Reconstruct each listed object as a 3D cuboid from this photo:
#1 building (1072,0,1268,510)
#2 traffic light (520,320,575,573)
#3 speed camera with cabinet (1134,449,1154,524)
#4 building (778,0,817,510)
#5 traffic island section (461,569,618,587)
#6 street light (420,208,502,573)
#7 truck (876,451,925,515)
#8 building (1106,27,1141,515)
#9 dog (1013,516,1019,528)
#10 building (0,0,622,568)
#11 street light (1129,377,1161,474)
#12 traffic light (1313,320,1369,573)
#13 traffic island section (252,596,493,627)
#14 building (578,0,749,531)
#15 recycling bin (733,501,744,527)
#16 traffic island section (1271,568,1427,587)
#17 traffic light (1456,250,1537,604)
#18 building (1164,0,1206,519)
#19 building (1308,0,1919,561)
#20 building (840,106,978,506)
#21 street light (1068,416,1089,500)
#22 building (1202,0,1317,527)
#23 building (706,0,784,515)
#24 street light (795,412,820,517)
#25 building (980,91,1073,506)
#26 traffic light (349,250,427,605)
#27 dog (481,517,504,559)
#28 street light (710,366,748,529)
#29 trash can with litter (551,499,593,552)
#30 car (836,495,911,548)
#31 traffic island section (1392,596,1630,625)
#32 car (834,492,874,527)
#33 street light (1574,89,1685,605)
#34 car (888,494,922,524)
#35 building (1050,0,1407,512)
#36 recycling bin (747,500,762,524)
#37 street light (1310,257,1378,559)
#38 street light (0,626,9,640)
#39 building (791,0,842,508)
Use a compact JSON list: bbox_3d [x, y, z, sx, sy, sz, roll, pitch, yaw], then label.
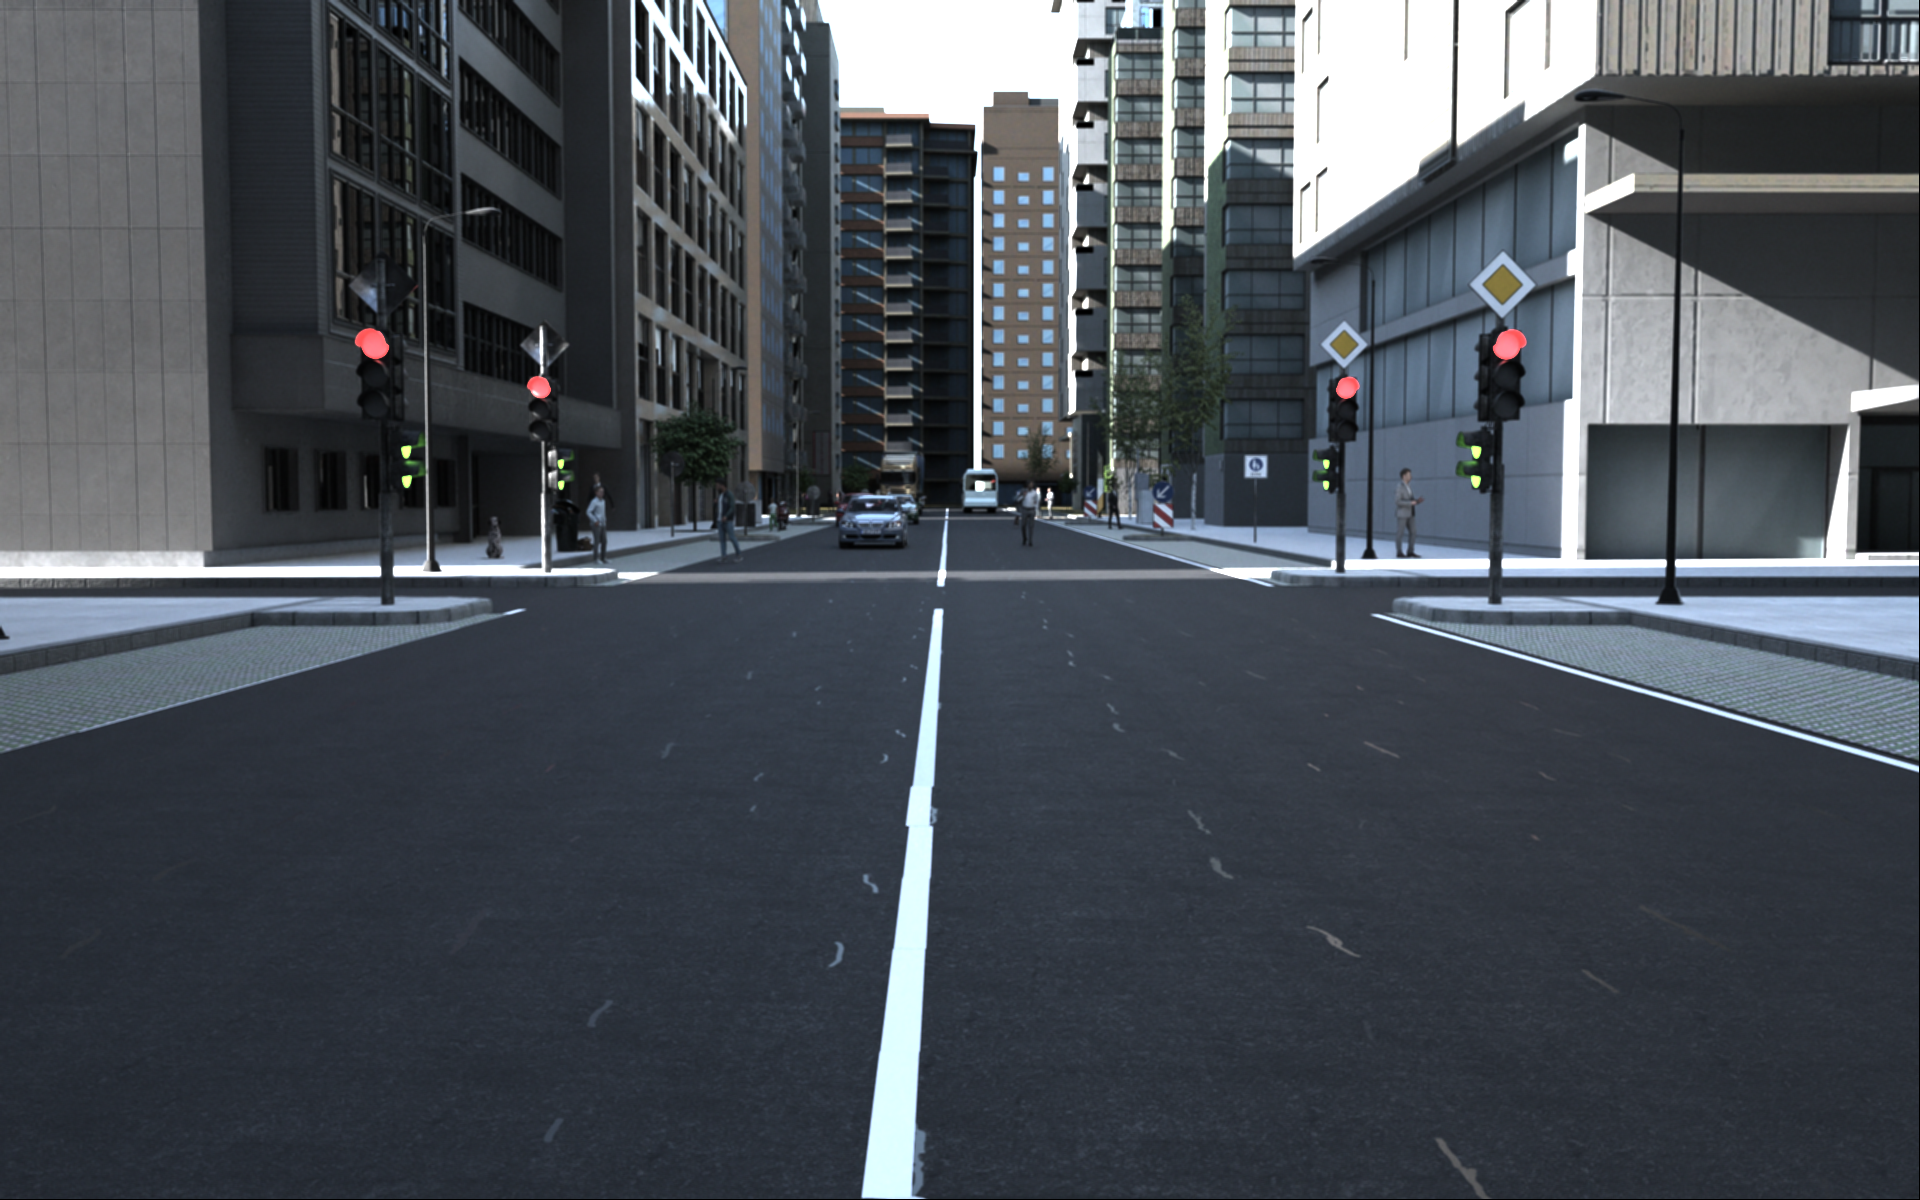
[{"bbox_3d":[21.001,-50.123,132.178,22.319,86.520,31.000,0,4,0],"label":"building"},{"bbox_3d":[-6.685,-2.390,27.992,0.839,4.253,0.868,0,4,0],"label":"traffic light"},{"bbox_3d":[7.958,-4.916,74.704,0.660,3.252,2.038,0,4,-2],"label":"speed camera with cabinet"},{"bbox_3d":[-23.483,-31.324,131.748,23.786,49.044,30.456,0,4,0],"label":"building"},{"bbox_3d":[-6.725,-0.358,28.126,2.009,0.180,2.903,0,4,0],"label":"traffic island section"},{"bbox_3d":[-8.141,-3.409,28.271,1.470,5.913,1.316,0,4,0],"label":"street light"},{"bbox_3d":[-3.860,-7.786,116.206,2.839,4.237,11.283,0,4,2],"label":"truck"},{"bbox_3d":[16.280,-20.773,111.346,14.160,30.474,14.107,0,4,0],"label":"building"},{"bbox_3d":[2.387,-3.277,72.871,0.540,0.507,0.406,3,5,42],"label":"dog"},{"bbox_3d":[-18.544,-13.767,44.154,14.314,24.678,30.058,0,4,0],"label":"building"},{"bbox_3d":[7.384,-5.881,68.698,1.470,5.913,1.316,0,4,0],"label":"street light"},{"bbox_3d":[6.176,-2.396,28.091,0.839,4.253,0.868,0,4,0],"label":"traffic light"},{"bbox_3d":[-6.673,0.131,20.141,2.009,0.180,2.903,0,4,0],"label":"traffic island section"},{"bbox_3d":[-20.987,-16.639,76.561,19.350,26.468,34.151,0,4,0],"label":"building"},{"bbox_3d":[-8.823,-3.379,67.803,0.722,1.027,0.722,-1,4,-12],"label":"recycling bin"},{"bbox_3d":[6.216,-0.362,28.205,2.009,0.180,2.903,0,4,0],"label":"traffic island section"},{"bbox_3d":[6.228,-1.907,20.106,0.839,4.253,0.868,0,4,0],"label":"traffic light"},{"bbox_3d":[17.981,-19.845,96.169,14.160,30.474,14.107,0,4,0],"label":"building"},{"bbox_3d":[24.037,-27.746,42.889,27.495,52.752,28.713,0,4,0],"label":"building"},{"bbox_3d":[-12.447,-33.270,198.587,28.867,44.769,22.147,0,4,0],"label":"building"},{"bbox_3d":[7.099,-7.994,103.245,1.470,5.913,1.316,0,4,0],"label":"street light"},{"bbox_3d":[17.341,-23.864,73.767,14.154,41.232,14.086,0,4,0],"label":"building"},{"bbox_3d":[-18.826,-28.104,109.605,14.600,45.320,14.200,0,4,0],"label":"building"},{"bbox_3d":[-8.591,-7.653,97.673,1.470,5.913,1.316,0,4,0],"label":"street light"},{"bbox_3d":[9.521,-33.381,195.891,14.200,45.320,14.600,0,4,0],"label":"building"},{"bbox_3d":[-6.633,-1.901,20.007,0.839,4.253,0.868,0,4,0],"label":"traffic light"},{"bbox_3d":[-9.368,-1.229,34.482,0.513,0.831,0.800,2,4,26],"label":"dog"},{"bbox_3d":[-8.426,-5.540,63.126,1.470,5.913,1.316,0,4,0],"label":"street light"},{"bbox_3d":[-8.673,-1.670,38.697,0.624,1.170,1.055,2,4,25],"label":"trash can with litter"},{"bbox_3d":[-2.339,-2.157,47.274,2.014,1.417,4.499,0,4,0],"label":"car"},{"bbox_3d":[6.268,0.126,20.220,2.009,0.180,2.903,0,4,0],"label":"traffic island section"},{"bbox_3d":[-4.505,-4.171,77.233,2.155,1.783,4.494,0,4,1],"label":"car"},{"bbox_3d":[7.757,-2.907,20.067,1.470,5.913,1.316,0,4,0],"label":"street light"},{"bbox_3d":[-2.904,-4.383,83.468,2.131,1.459,4.920,0,4,-2],"label":"car"},{"bbox_3d":[23.495,-35.058,162.429,28.713,52.752,27.495,0,4,0],"label":"building"},{"bbox_3d":[-8.962,-3.764,74.102,0.722,1.027,0.722,3,5,43],"label":"recycling bin"},{"bbox_3d":[7.574,-3.768,34.151,1.470,5.913,1.316,0,4,0],"label":"street light"},{"bbox_3d":[-8.063,-2.604,15.115,1.470,5.913,1.316,0,4,0],"label":"street light"},{"bbox_3d":[-22.615,-33.185,166.271,21.600,48.544,21.300,0,4,0],"label":"building"}]
